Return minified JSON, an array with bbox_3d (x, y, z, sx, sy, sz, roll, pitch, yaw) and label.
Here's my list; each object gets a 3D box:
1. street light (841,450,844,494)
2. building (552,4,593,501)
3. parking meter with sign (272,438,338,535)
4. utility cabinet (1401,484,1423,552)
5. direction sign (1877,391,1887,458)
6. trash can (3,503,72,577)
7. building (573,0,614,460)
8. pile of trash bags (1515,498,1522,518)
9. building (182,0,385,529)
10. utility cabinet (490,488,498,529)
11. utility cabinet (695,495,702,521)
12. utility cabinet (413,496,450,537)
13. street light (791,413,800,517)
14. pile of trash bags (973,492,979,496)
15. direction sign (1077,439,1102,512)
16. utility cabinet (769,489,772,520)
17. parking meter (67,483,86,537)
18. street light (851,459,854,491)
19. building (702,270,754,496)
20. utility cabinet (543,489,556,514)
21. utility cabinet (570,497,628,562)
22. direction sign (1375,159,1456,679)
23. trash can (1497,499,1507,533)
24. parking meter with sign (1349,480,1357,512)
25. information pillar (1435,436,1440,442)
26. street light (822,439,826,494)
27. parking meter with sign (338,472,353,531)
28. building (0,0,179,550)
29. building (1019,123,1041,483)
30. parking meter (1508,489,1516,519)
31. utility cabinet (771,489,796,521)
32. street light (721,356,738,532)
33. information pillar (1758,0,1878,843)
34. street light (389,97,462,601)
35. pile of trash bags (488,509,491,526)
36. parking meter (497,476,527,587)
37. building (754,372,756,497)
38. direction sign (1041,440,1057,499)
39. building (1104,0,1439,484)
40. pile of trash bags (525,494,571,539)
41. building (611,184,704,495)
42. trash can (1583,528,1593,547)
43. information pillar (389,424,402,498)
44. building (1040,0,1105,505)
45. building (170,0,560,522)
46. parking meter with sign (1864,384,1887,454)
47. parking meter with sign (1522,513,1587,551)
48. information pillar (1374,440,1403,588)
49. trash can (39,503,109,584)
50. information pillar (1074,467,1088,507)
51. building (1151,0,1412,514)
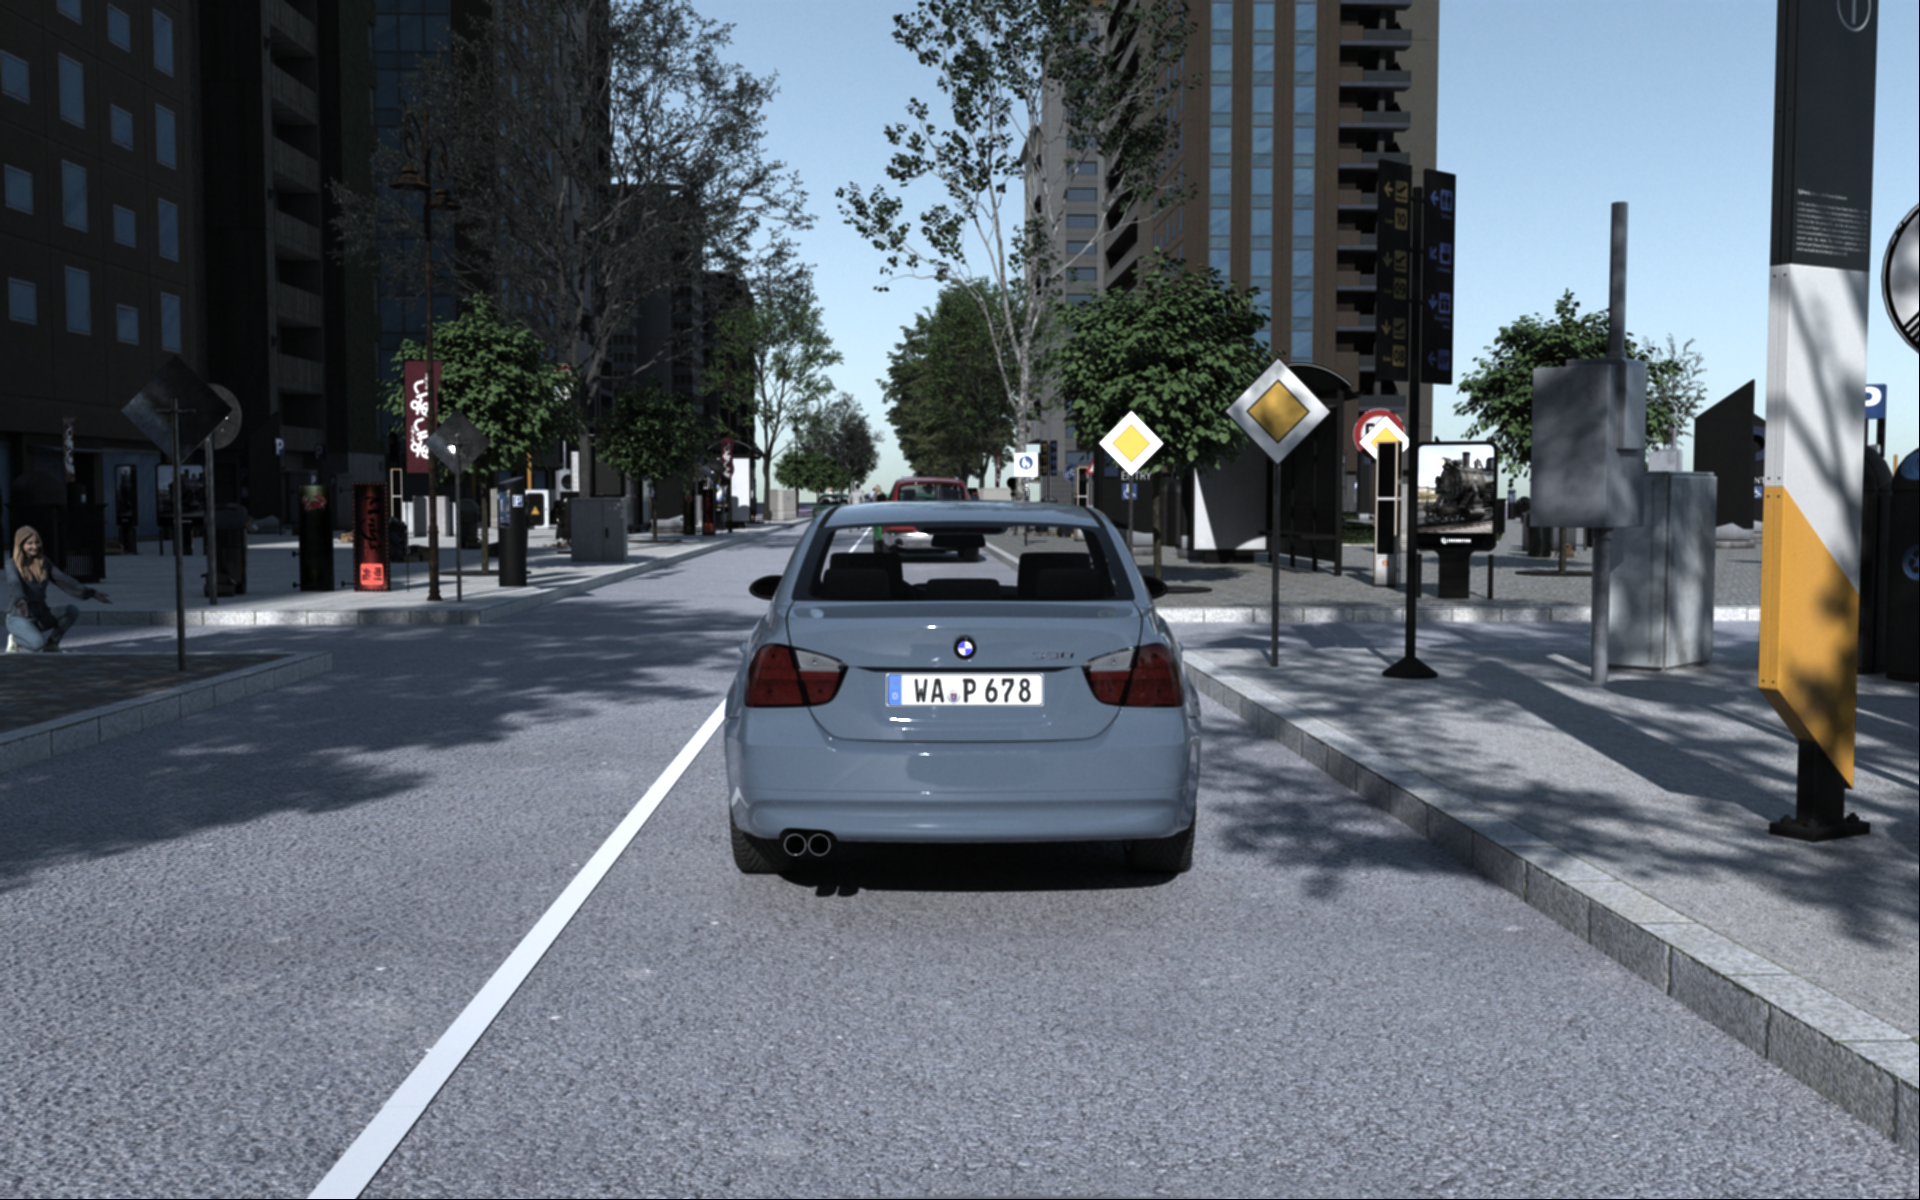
[{"bbox_3d":[-12.200,-12.690,180.267,0.468,5.910,1.993,0,4,-2],"label":"street light"},{"bbox_3d":[-38.469,-31.717,107.820,28.713,52.752,27.495,0,4,-2],"label":"building"},{"bbox_3d":[-20.357,-3.516,53.745,1.738,3.016,0.543,1,4,10],"label":"parking meter with sign"},{"bbox_3d":[9.756,-1.804,38.180,1.173,1.500,0.318,-1,4,-16],"label":"utility cabinet"},{"bbox_3d":[19.970,-2.789,37.604,0.379,3.537,0.876,1,4,19],"label":"direction sign"},{"bbox_3d":[-14.081,-0.895,26.285,0.748,1.137,0.748,0,3,0],"label":"trash can"},{"bbox_3d":[-35.381,-42.394,131.392,20.563,71.187,20.611,0,4,-2],"label":"building"},{"bbox_3d":[31.835,-5.247,95.548,3.447,1.369,1.912,-3,5,-44],"label":"pile of trash bags"},{"bbox_3d":[-30.366,-17.829,63.204,14.160,30.474,14.107,0,4,-2],"label":"building"},{"bbox_3d":[-16.722,-3.334,63.197,0.318,1.500,1.173,-3,5,-44],"label":"utility cabinet"},{"bbox_3d":[-13.150,-4.696,87.935,0.306,1.237,1.020,1,4,17],"label":"utility cabinet"},{"bbox_3d":[-15.839,-2.492,51.904,1.020,1.237,0.306,0,4,6],"label":"utility cabinet"},{"bbox_3d":[-9.181,-7.608,97.177,0.468,5.910,1.993,0,4,-2],"label":"street light"},{"bbox_3d":[1.097,-4.849,89.031,1.912,1.369,3.447,1,4,10],"label":"pile of trash bags"},{"bbox_3d":[2.517,-2.388,31.038,0.876,3.537,0.379,1,4,18],"label":"direction sign"},{"bbox_3d":[-10.149,-5.213,93.918,0.318,1.500,1.173,0,4,5],"label":"utility cabinet"},{"bbox_3d":[-19.713,-1.850,38.663,0.372,1.533,0.369,0,3,0],"label":"parking meter"},{"bbox_3d":[-13.517,-14.974,217.617,0.468,5.910,1.993,0,4,-2],"label":"street light"},{"bbox_3d":[-34.808,-27.660,223.946,14.160,30.474,14.107,0,4,-2],"label":"building"},{"bbox_3d":[-19.097,-4.370,80.127,0.318,1.500,1.173,-3,4,-39],"label":"utility cabinet"},{"bbox_3d":[-6.831,-1.322,32.777,1.020,1.237,0.306,0,4,6],"label":"utility cabinet"},{"bbox_3d":[3.169,-1.229,12.093,0.876,3.537,0.379,-3,5,-41],"label":"direction sign"},{"bbox_3d":[16.834,-2.620,54.488,0.748,1.137,0.748,0,3,0],"label":"trash can"},{"bbox_3d":[20.340,-5.633,88.353,0.543,3.016,1.738,2,4,33],"label":"parking meter with sign"},{"bbox_3d":[19.289,-4.803,69.889,0.183,3.616,0.504,-1,4,-12],"label":"information pillar"},{"bbox_3d":[-10.562,-9.892,134.524,0.468,5.910,1.993,0,4,-2],"label":"street light"},{"bbox_3d":[-21.821,-3.971,61.187,0.543,3.016,1.738,3,4,38],"label":"parking meter with sign"},{"bbox_3d":[-28.265,-23.889,40.700,14.600,45.320,14.200,0,4,-2],"label":"building"},{"bbox_3d":[23.312,-39.924,241.997,28.713,52.752,27.495,0,4,-2],"label":"building"},{"bbox_3d":[28.000,-4.862,87.903,0.372,1.533,0.369,0,3,0],"label":"parking meter"},{"bbox_3d":[-8.818,-4.817,87.439,1.173,1.500,0.318,-3,5,-42],"label":"utility cabinet"},{"bbox_3d":[-7.729,-5.219,58.118,0.468,5.910,1.993,0,4,-2],"label":"street light"},{"bbox_3d":[3.172,-0.919,6.383,0.504,3.616,0.183,-2,4,-30],"label":"information pillar"},{"bbox_3d":[-6.348,-2.933,20.745,0.468,5.910,1.993,0,4,-2],"label":"street light"},{"bbox_3d":[-17.309,-3.542,67.670,1.912,1.369,3.447,-2,4,-26],"label":"pile of trash bags"},{"bbox_3d":[-6.227,-0.958,24.074,0.372,1.533,0.369,0,3,0],"label":"parking meter"},{"bbox_3d":[-35.768,-28.520,238.001,14.160,30.474,14.107,0,4,-2],"label":"building"},{"bbox_3d":[3.764,-4.985,73.497,0.876,3.537,0.379,3,5,43],"label":"direction sign"},{"bbox_3d":[22.833,-31.092,132.058,21.300,48.544,21.600,0,4,-2],"label":"building"},{"bbox_3d":[-11.393,-2.461,49.993,3.447,1.369,1.912,0,4,2],"label":"pile of trash bags"},{"bbox_3d":[-43.323,-31.342,204.314,32.217,40.220,23.993,0,4,-2],"label":"building"},{"bbox_3d":[15.438,-1.854,41.962,0.748,1.137,0.748,0,3,0],"label":"trash can"},{"bbox_3d":[-18.890,-4.070,57.897,0.504,3.616,0.183,3,4,39],"label":"information pillar"},{"bbox_3d":[20.437,-41.032,212.869,21.231,58.520,28.212,0,4,-2],"label":"building"},{"bbox_3d":[-28.247,-26.596,84.954,14.600,45.320,14.200,0,4,-2],"label":"building"},{"bbox_3d":[14.000,-1.876,26.930,0.543,3.016,1.738,2,4,31],"label":"parking meter with sign"},{"bbox_3d":[13.463,-2.610,38.938,1.738,3.016,0.543,-2,4,-25],"label":"parking meter with sign"},{"bbox_3d":[5.910,-1.186,23.888,0.304,2.012,0.304,2,4,27],"label":"information pillar"},{"bbox_3d":[-12.667,-0.814,24.962,0.748,1.137,0.748,0,3,0],"label":"trash can"},{"bbox_3d":[3.284,-2.602,47.043,0.304,2.012,0.304,-1,4,-15],"label":"information pillar"},{"bbox_3d":[20.571,-28.384,114.196,14.600,45.320,14.200,0,4,-2],"label":"building"}]
